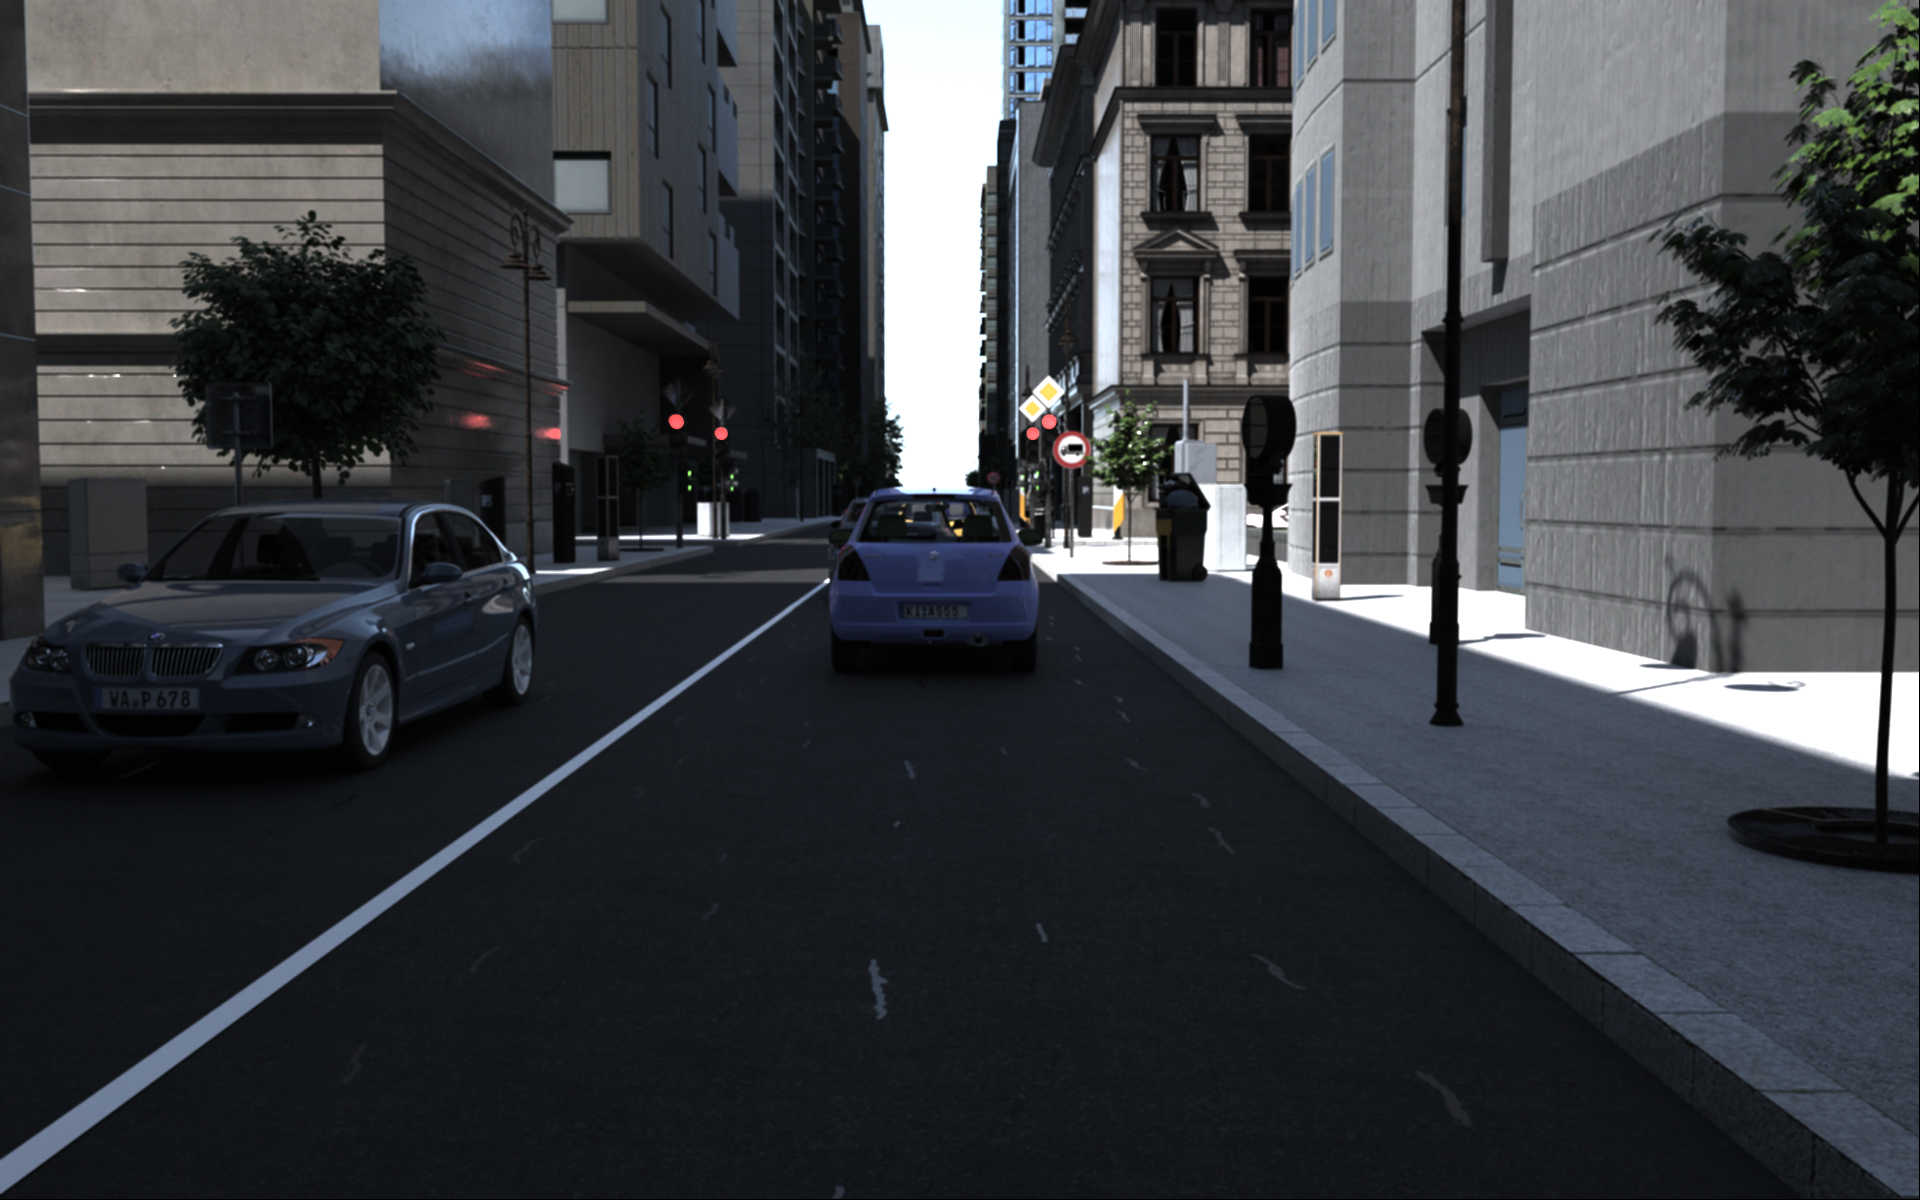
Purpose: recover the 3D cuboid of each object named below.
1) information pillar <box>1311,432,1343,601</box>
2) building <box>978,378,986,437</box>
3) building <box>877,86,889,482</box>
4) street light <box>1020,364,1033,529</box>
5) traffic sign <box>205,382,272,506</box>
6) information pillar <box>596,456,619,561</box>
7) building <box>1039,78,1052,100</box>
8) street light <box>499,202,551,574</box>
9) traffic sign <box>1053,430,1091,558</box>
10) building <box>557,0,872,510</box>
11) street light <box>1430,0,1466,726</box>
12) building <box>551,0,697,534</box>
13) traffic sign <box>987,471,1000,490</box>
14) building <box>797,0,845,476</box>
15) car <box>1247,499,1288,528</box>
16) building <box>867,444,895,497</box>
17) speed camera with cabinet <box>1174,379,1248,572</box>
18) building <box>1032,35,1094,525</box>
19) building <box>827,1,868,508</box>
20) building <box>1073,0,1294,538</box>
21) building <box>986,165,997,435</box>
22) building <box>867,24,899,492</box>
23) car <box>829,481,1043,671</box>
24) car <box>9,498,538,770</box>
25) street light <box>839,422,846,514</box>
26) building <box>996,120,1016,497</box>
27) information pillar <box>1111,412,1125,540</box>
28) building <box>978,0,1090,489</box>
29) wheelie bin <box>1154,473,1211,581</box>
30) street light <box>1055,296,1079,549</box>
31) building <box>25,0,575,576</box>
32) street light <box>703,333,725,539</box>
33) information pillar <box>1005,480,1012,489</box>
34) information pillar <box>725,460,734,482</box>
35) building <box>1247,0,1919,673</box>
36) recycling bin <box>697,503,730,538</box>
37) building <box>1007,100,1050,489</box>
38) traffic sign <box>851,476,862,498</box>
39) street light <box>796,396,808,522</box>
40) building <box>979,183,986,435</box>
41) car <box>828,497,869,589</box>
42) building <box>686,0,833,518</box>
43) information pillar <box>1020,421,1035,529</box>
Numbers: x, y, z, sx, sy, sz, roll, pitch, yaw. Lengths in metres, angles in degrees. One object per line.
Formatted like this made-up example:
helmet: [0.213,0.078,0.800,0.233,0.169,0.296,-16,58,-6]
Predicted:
information pillar: [4.403,-0.997,20.787,0.304,2.012,0.304,0,4,1]
building: [16.840,-25.953,269.374,27.650,21.520,28.899,0,4,0]
building: [-23.763,-38.672,221.527,28.713,52.752,27.495,0,4,0]
street light: [2.400,-5.435,61.655,0.468,5.910,1.993,0,4,0]
traffic sign: [-6.608,-0.841,15.888,0.606,2.300,0.079,0,4,2]
information pillar: [-6.780,-1.764,33.336,0.304,2.012,0.304,2,4,35]
building: [19.204,-28.373,155.774,32.217,40.220,23.993,0,4,0]
street light: [-6.933,-3.364,27.787,0.468,5.910,1.993,0,4,0]
traffic sign: [2.238,-2.111,34.626,0.768,2.556,0.104,1,4,9]
building: [-23.986,-36.158,180.415,28.713,52.752,27.495,0,4,0]
street light: [2.711,-2.244,9.474,0.468,5.910,1.993,0,4,0]
building: [-22.721,-28.904,61.812,28.713,52.752,27.495,0,4,0]
traffic sign: [1.867,-5.881,96.267,0.768,2.556,0.104,0,4,5]
building: [-20.756,-29.562,137.970,22.147,44.769,28.867,0,4,0]
car: [8.761,-1.983,44.780,4.827,1.381,2.083,0,3,0]
building: [-25.571,-33.989,247.595,32.217,40.220,23.993,0,4,0]
speed camera with cabinet: [4.236,-2.140,29.326,0.660,3.252,2.038,-1,4,-13]
building: [8.814,-14.252,83.935,10.553,20.767,40.483,0,4,0]
building: [-15.718,-31.154,159.476,14.600,45.320,14.200,0,4,0]
building: [13.574,-11.642,54.971,19.286,19.102,10.561,0,4,0]
building: [10.218,-32.678,217.878,14.154,41.232,14.086,0,4,0]
building: [-19.840,-50.843,269.529,20.563,71.187,20.611,0,4,0]
car: [-0.217,-0.350,15.322,1.945,1.707,3.694,0,4,-1]
car: [-3.862,0.090,10.525,2.014,1.417,4.499,0,4,1]
street light: [-7.458,-8.450,110.945,0.468,5.910,1.993,0,4,0]
building: [9.847,-22.343,137.002,14.160,30.474,14.107,0,4,0]
information pillar: [4.472,-3.502,48.612,0.183,3.616,0.504,-2,4,-27]
building: [13.335,-53.156,181.772,22.319,86.520,31.000,0,4,0]
wheelie bin: [3.273,-1.083,25.614,0.693,1.594,0.980,-1,4,-19]
street light: [2.508,-4.147,40.593,0.468,5.910,1.993,0,4,0]
building: [-25.819,-13.085,33.032,34.723,24.649,14.460,0,4,0]
street light: [-7.060,-4.711,49.807,0.468,5.910,1.993,0,4,0]
information pillar: [2.482,-5.114,88.101,0.304,2.012,0.304,-1,4,-8]
information pillar: [-10.792,-5.463,80.678,0.504,3.616,0.183,1,4,13]
building: [15.782,-29.522,24.676,21.231,58.520,28.212,0,4,0]
recycling bin: [-7.340,-2.386,51.563,0.722,1.027,0.722,-3,4,-37]
building: [9.431,-18.124,114.344,12.078,24.808,19.932,0,4,0]
traffic sign: [-7.235,-7.417,121.379,0.768,2.556,0.104,0,4,5]
street light: [-7.363,-6.585,80.450,0.468,5.910,1.993,0,4,0]
building: [13.738,-35.756,239.227,22.147,44.769,28.867,0,4,0]
car: [-0.908,-0.796,25.019,2.014,1.417,4.499,0,4,1]
building: [-17.862,-40.486,100.195,20.563,71.187,20.611,0,4,0]
information pillar: [2.151,-3.892,54.986,0.504,3.616,0.183,-1,4,-9]
